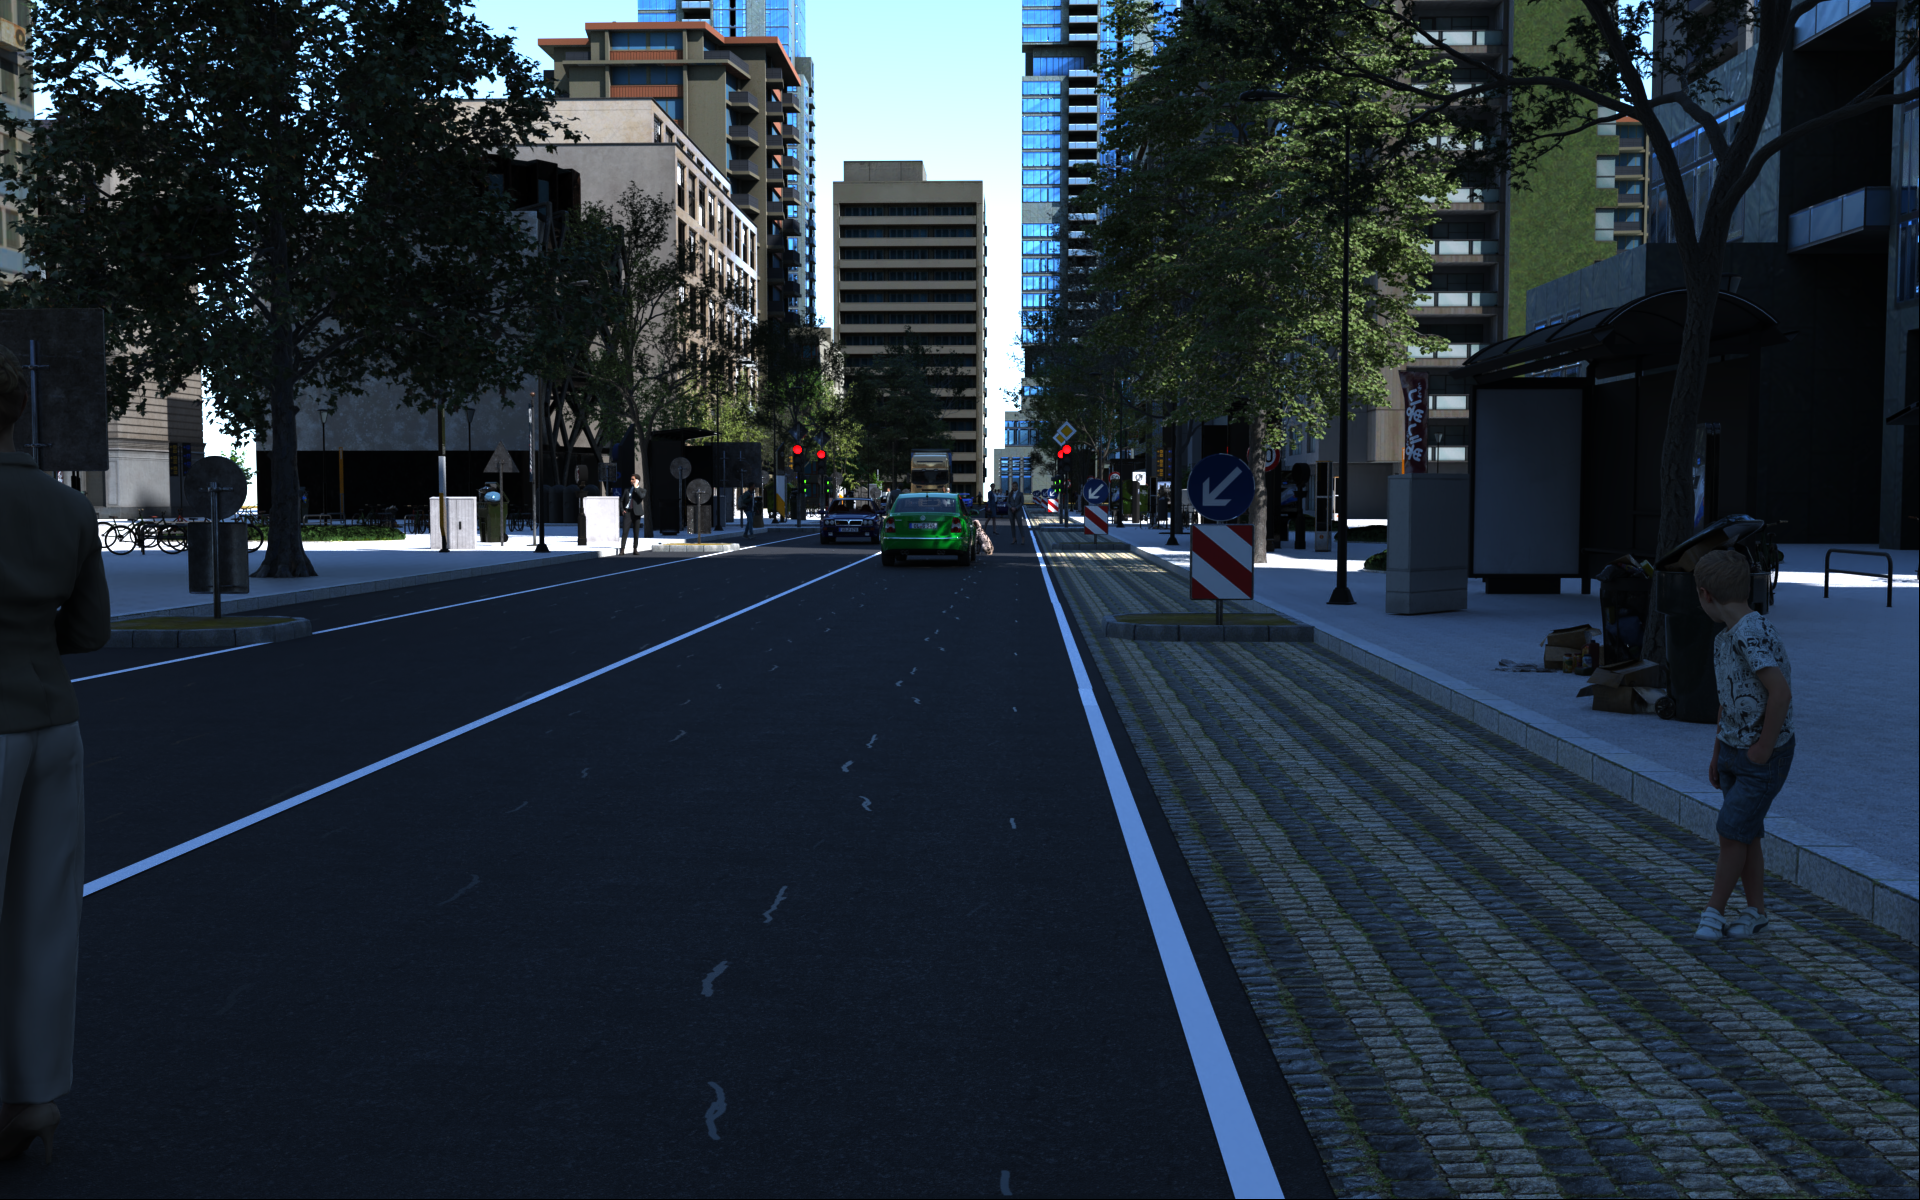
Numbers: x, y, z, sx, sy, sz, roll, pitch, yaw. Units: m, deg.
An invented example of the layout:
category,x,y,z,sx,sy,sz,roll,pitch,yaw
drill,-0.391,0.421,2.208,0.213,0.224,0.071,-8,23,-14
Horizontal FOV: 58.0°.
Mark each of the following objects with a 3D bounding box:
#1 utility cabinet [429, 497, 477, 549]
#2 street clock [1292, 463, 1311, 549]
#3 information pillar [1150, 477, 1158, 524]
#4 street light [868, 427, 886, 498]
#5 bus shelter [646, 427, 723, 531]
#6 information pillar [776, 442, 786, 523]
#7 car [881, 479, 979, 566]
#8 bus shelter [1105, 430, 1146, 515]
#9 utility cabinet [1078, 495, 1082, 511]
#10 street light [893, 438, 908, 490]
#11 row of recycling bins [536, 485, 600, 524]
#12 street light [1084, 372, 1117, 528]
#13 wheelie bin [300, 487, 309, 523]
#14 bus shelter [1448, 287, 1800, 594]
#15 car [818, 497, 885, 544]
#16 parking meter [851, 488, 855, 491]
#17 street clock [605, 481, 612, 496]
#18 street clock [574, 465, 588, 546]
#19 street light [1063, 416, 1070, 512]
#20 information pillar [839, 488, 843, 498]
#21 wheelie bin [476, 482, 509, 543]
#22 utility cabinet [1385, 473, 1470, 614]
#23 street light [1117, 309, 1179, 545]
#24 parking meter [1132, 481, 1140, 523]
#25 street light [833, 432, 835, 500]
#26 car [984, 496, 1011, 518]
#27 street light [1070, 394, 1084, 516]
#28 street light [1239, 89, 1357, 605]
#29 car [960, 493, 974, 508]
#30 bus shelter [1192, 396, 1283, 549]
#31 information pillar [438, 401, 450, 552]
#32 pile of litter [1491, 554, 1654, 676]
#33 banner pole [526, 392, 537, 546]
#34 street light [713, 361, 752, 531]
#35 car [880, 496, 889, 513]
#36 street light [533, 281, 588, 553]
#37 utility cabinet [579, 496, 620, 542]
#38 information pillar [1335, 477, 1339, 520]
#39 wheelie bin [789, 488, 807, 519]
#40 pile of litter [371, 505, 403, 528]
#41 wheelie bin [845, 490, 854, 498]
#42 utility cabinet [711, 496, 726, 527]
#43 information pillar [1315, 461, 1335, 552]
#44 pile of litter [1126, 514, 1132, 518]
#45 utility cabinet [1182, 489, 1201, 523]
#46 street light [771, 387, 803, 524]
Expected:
category,x,y,z,sx,sy,sz,roll,pitch,yaw
utility cabinet,-11.809,-1.787,40.371,1.020,1.237,0.306,0,4,-2
street clock,7.909,-2.180,40.212,0.358,2.002,0.471,-1,4,-21
information pillar,8.201,-4.210,73.322,0.304,2.012,0.304,1,4,12
street light,-5.818,-9.036,120.275,1.470,5.913,1.316,0,4,2
bus shelter,-10.091,-4.425,63.632,1.731,3.624,6.357,0,4,2
information pillar,-8.037,-5.277,77.641,0.183,3.616,0.504,3,4,36
car,-0.601,-1.660,35.933,1.959,1.807,4.718,0,4,3
bus shelter,10.042,-7.852,106.016,2.179,5.291,8.768,0,4,2
utility cabinet,8.824,-6.947,124.746,0.306,1.237,1.020,2,4,27
street light,-4.983,-10.425,142.994,1.470,5.913,1.316,0,4,2
row of recycling bins,-17.182,-4.202,75.812,3.534,1.692,1.069,2,4,31
street light,5.616,-5.732,66.267,1.470,5.913,1.316,0,4,2
wheelie bin,-28.984,-4.159,75.905,0.980,1.594,0.693,1,4,13
bus shelter,7.231,-1.575,19.669,2.014,3.302,5.546,0,4,2
car,-3.140,-2.338,50.800,1.945,1.354,3.894,0,4,0
parking meter,-8.607,-8.234,140.343,0.399,1.863,0.255,2,4,35
street clock,-15.805,-4.489,77.962,0.358,2.002,0.471,-2,4,-29
street clock,-9.412,-2.356,43.084,0.358,2.002,0.471,-2,4,-27
street light,6.803,-7.983,103.059,1.470,5.913,1.316,0,4,2
information pillar,-8.943,-8.591,131.814,0.504,3.616,0.183,-2,4,-25
wheelie bin,-12.403,-2.327,45.962,0.693,1.594,0.980,-3,5,-44
utility cabinet,5.041,-0.612,18.691,1.173,1.500,0.318,-3,5,-44
street light,4.798,-4.333,43.383,1.470,5.913,1.316,0,4,2
parking meter,7.725,-4.301,76.035,0.255,1.863,0.399,2,4,23
street light,-6.569,-7.654,97.677,1.470,5.913,1.316,0,4,2
car,2.390,-5.551,103.342,1.945,1.354,3.894,0,4,3
street light,6.001,-6.601,80.462,1.470,5.913,1.316,0,4,2
street light,3.909,-2.905,20.046,1.470,5.913,1.316,0,4,2
car,0.435,-10.146,175.485,1.945,1.707,3.694,0,4,0
bus shelter,6.911,-3.213,43.813,1.731,3.624,6.357,0,4,2
information pillar,-11.368,-2.855,38.033,0.183,3.616,0.504,-1,4,-9
pile of litter,4.784,0.079,12.666,1.719,0.858,1.176,1,4,19
banner pole,-10.452,-3.198,42.306,0.401,3.779,0.863,0,4,-5
street light,-7.911,-5.376,60.438,1.470,5.913,1.316,0,4,2
car,-4.526,-6.087,112.094,1.945,1.354,3.894,0,4,1
street light,-8.641,-3.994,37.839,1.470,5.913,1.316,0,4,2
utility cabinet,-9.659,-2.155,46.388,1.020,1.237,0.306,-1,4,-22
information pillar,16.126,-4.258,74.108,0.304,2.012,0.304,0,4,-3
wheelie bin,-8.183,-4.859,87.358,0.980,1.594,0.693,1,4,16
pile of litter,-21.932,-3.190,66.122,1.176,0.858,1.719,-2,4,-34
wheelie bin,-7.467,-6.657,116.754,0.693,1.594,0.980,-1,4,-14
utility cabinet,-9.641,-3.441,67.421,1.020,1.237,0.306,0,4,-2
information pillar,8.065,-2.074,38.410,0.304,2.012,0.304,2,4,27
pile of litter,9.131,-4.923,94.449,1.176,0.858,1.719,0,4,0
utility cabinet,10.022,-4.093,75.598,0.318,1.500,1.173,-2,4,-26
street light,-7.495,-6.272,75.085,1.470,5.913,1.316,0,4,2
